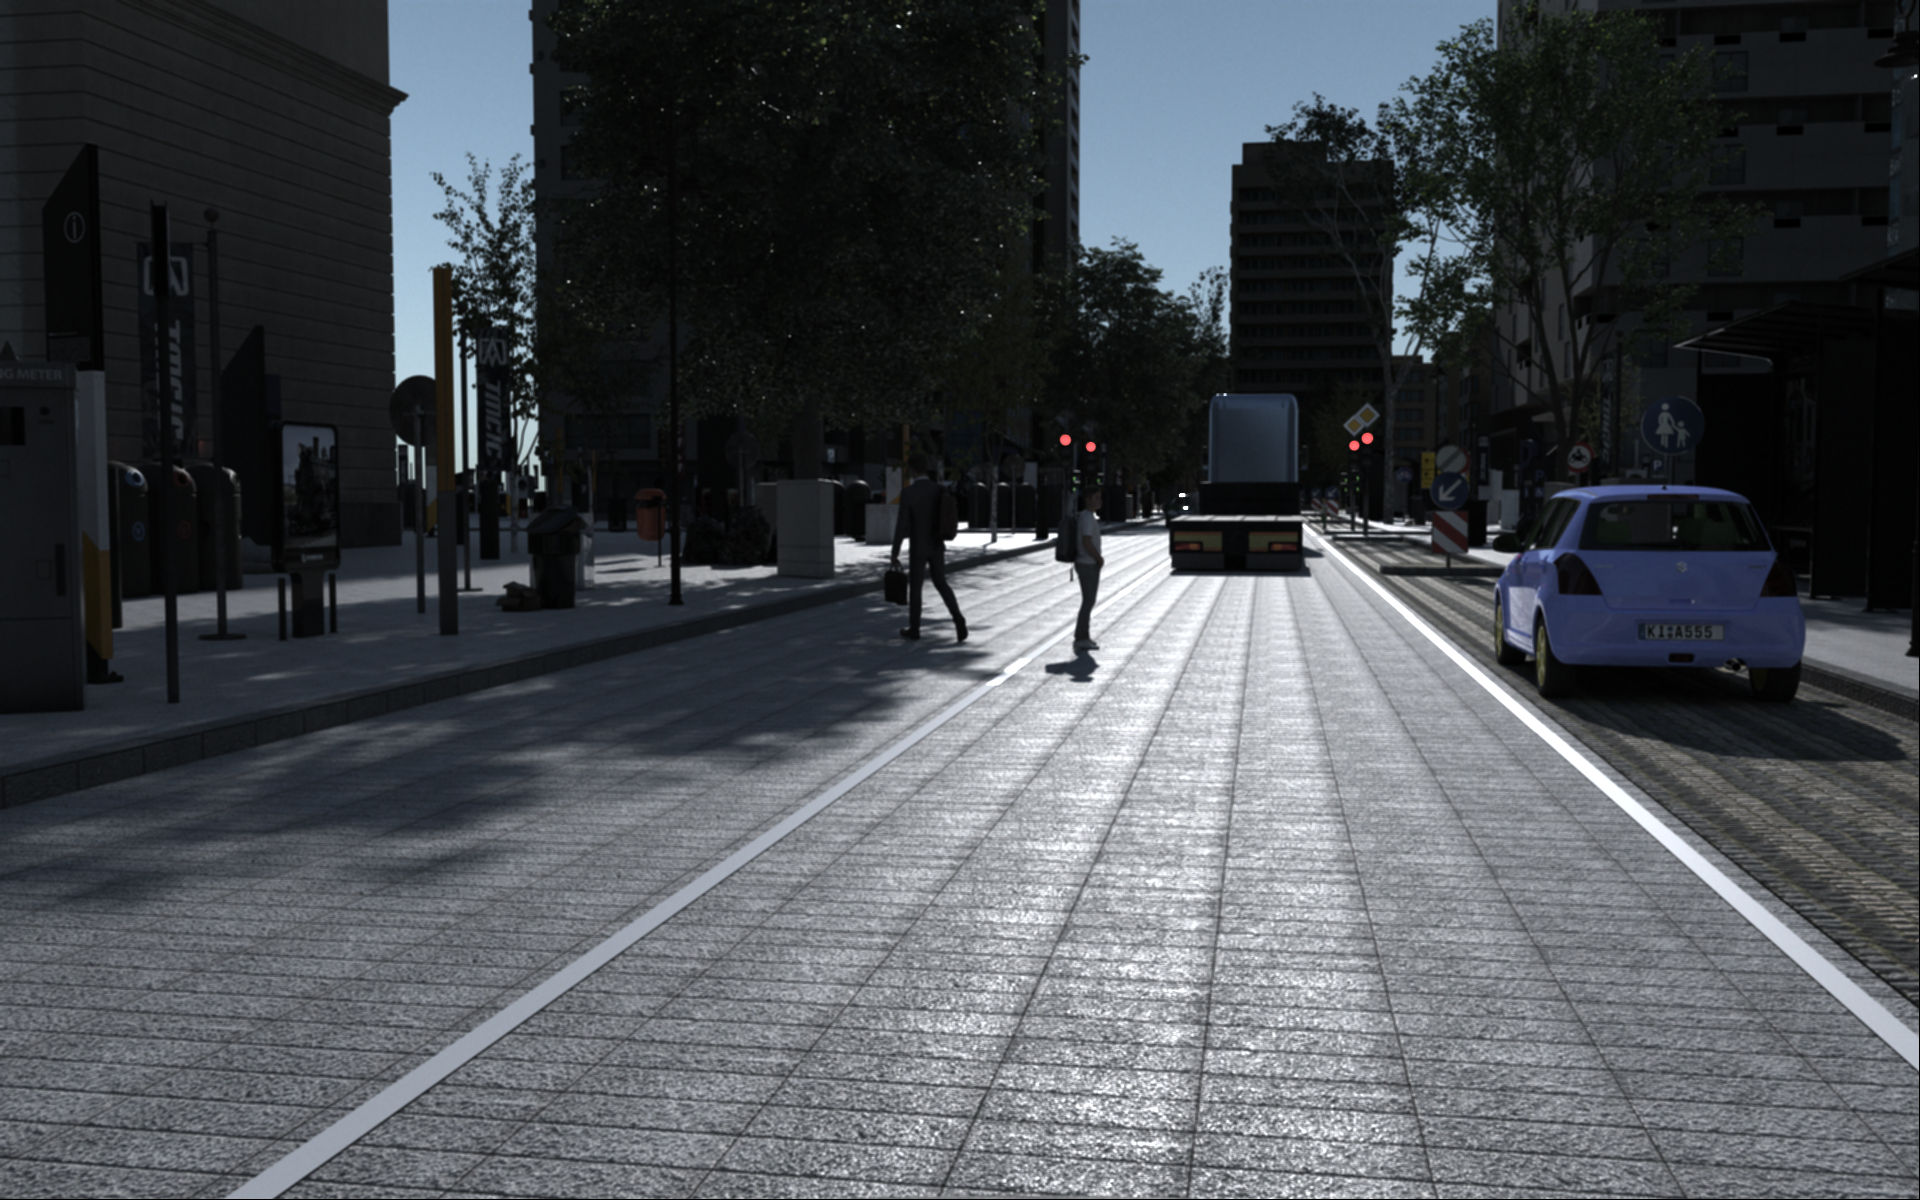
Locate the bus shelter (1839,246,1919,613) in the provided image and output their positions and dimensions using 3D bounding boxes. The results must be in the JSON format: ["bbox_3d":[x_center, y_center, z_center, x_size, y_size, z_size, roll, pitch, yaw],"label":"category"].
[{"bbox_3d":[9.798,-1.490,15.642,1.731,3.624,6.357,1,4,10],"label":"bus shelter"}]

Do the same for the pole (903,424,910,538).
[{"bbox_3d":[-1.570,-3.472,50.603,0.158,3.312,0.155,0,3,0],"label":"pole"}]

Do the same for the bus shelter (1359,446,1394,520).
[{"bbox_3d":[20.884,-5.884,87.483,1.731,3.624,6.357,1,4,10],"label":"bus shelter"}]

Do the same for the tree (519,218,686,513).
[{"bbox_3d":[-9.849,-5.908,46.954,4.360,8.622,3.978,0,3,0],"label":"tree"}]

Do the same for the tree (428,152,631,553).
[{"bbox_3d":[-9.596,-5.336,37.610,4.737,8.622,4.395,0,3,0],"label":"tree"}]

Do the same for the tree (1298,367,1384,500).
[{"bbox_3d":[27.356,-11.746,126.456,8.767,10.594,7.601,-2,4,-30],"label":"tree"}]

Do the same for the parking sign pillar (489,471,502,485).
[{"bbox_3d":[-34.177,-8.466,126.893,1.447,3.967,1.447,2,4,34],"label":"parking sign pillar"}]

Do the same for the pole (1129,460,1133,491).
[{"bbox_3d":[9.924,-6.524,100.517,0.158,3.312,0.155,0,3,0],"label":"pole"}]

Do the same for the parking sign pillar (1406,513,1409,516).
[{"bbox_3d":[26.532,-6.825,100.055,1.447,3.967,1.447,2,4,30],"label":"parking sign pillar"}]

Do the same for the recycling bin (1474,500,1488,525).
[{"bbox_3d":[21.338,-3.610,71.577,0.722,1.027,0.722,-3,5,-41],"label":"recycling bin"}]

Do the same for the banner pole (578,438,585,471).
[{"bbox_3d":[-16.721,-5.295,76.594,0.401,3.779,0.863,1,4,12],"label":"banner pole"}]

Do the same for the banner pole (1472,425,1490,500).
[{"bbox_3d":[18.781,-4.443,62.658,0.863,3.779,0.401,-1,4,-19],"label":"banner pole"}]

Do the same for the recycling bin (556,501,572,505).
[{"bbox_3d":[-15.215,-3.350,67.320,0.722,1.027,0.722,1,4,21],"label":"recycling bin"}]

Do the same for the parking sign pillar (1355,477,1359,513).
[{"bbox_3d":[27.640,-8.061,120.266,1.447,3.967,1.447,1,4,22],"label":"parking sign pillar"}]

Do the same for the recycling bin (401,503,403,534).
[{"bbox_3d":[-18.533,-2.669,56.188,0.722,1.027,0.722,-2,4,-32],"label":"recycling bin"}]

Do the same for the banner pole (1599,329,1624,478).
[{"bbox_3d":[10.010,-2.241,26.660,0.401,3.779,0.863,0,4,-3],"label":"banner pole"}]

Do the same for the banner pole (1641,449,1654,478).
[{"bbox_3d":[37.970,-6.453,95.529,0.401,3.779,0.863,-3,5,-45],"label":"banner pole"}]

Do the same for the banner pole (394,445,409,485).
[{"bbox_3d":[-24.911,-5.322,77.039,0.863,3.779,0.401,0,4,6],"label":"banner pole"}]

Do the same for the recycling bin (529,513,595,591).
[{"bbox_3d":[-5.335,-0.652,23.221,0.722,1.027,0.722,0,4,1],"label":"recycling bin"}]

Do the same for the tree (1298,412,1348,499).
[{"bbox_3d":[43.758,-17.880,210.468,7.486,12.596,7.792,0,3,0],"label":"tree"}]

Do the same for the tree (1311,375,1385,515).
[{"bbox_3d":[23.632,-9.485,105.446,4.737,8.622,4.395,0,3,0],"label":"tree"}]

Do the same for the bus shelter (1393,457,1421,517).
[{"bbox_3d":[24.464,-6.250,96.119,2.014,3.302,5.546,1,4,10],"label":"bus shelter"}]

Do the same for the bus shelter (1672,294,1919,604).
[{"bbox_3d":[11.390,-1.993,23.876,1.731,3.624,6.357,1,4,10],"label":"bus shelter"}]

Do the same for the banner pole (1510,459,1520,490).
[{"bbox_3d":[39.404,-8.148,123.244,0.863,3.779,0.401,1,4,20],"label":"banner pole"}]

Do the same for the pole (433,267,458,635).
[{"bbox_3d":[-4.678,-1.340,15.749,0.158,3.312,0.155,0,3,0],"label":"pole"}]

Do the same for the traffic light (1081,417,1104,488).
[{"bbox_3d":[4.772,-4.507,62.602,0.839,4.253,0.868,1,4,10],"label":"traffic light"}]

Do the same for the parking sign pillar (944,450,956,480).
[{"bbox_3d":[-0.574,-6.874,100.855,1.447,3.967,1.447,1,4,12],"label":"parking sign pillar"}]

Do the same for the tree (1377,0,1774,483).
[{"bbox_3d":[12.566,-6.725,35.715,9.928,11.665,9.643,0,3,0],"label":"tree"}]

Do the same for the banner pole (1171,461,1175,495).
[{"bbox_3d":[16.157,-8.888,135.330,0.863,3.779,0.401,-2,4,-24],"label":"banner pole"}]

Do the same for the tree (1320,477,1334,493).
[{"bbox_3d":[37.318,-11.082,175.791,1.663,3.219,1.824,0,3,0],"label":"tree"}]

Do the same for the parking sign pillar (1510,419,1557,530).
[{"bbox_3d":[20.338,-4.469,61.537,1.447,3.967,1.447,0,4,-4],"label":"parking sign pillar"}]

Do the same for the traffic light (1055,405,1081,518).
[{"bbox_3d":[3.380,-4.026,54.739,0.839,4.253,0.868,1,4,10],"label":"traffic light"}]

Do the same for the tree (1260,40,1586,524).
[{"bbox_3d":[19.342,-13.239,72.339,12.611,20.169,13.585,0,3,0],"label":"tree"}]

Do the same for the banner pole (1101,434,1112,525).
[{"bbox_3d":[6.045,-5.014,71.988,0.401,3.779,0.863,2,4,31],"label":"banner pole"}]

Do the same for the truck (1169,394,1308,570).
[{"bbox_3d":[6.808,-3.132,40.966,2.967,4.110,18.799,1,4,11],"label":"truck"}]

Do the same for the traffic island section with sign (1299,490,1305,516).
[{"bbox_3d":[22.979,-6.351,112.461,1.989,1.847,2.006,1,4,10],"label":"traffic island section with sign"}]

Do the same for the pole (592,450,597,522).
[{"bbox_3d":[-16.814,-5.248,79.655,0.158,3.312,0.155,0,3,0],"label":"pole"}]

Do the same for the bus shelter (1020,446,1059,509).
[{"bbox_3d":[2.981,-4.995,75.586,2.014,3.302,5.546,1,4,10],"label":"bus shelter"}]

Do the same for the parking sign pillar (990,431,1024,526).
[{"bbox_3d":[1.904,-4.983,69.947,1.447,3.967,1.447,1,4,12],"label":"parking sign pillar"}]

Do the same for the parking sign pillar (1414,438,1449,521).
[{"bbox_3d":[22.962,-5.809,83.445,1.447,3.967,1.447,3,5,40],"label":"parking sign pillar"}]

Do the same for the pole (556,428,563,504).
[{"bbox_3d":[-12.426,-3.665,53.769,0.158,3.312,0.155,0,3,0],"label":"pole"}]

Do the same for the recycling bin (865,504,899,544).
[{"bbox_3d":[-1.990,-1.979,44.918,0.722,1.027,0.722,1,4,22],"label":"recycling bin"}]

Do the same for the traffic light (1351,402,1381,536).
[{"bbox_3d":[12.453,-3.929,53.154,0.839,4.253,0.868,1,4,10],"label":"traffic light"}]

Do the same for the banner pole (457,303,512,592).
[{"bbox_3d":[-6.336,-2.016,22.981,0.863,3.779,0.401,-2,4,-33],"label":"banner pole"}]

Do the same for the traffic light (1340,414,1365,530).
[{"bbox_3d":[13.846,-4.410,61.018,0.839,4.253,0.868,1,4,10],"label":"traffic light"}]

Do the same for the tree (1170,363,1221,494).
[{"bbox_3d":[20.727,-15.108,157.383,12.009,13.543,11.850,0,3,0],"label":"tree"}]

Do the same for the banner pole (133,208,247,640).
[{"bbox_3d":[-6.772,-1.542,15.221,0.863,3.779,0.401,-1,4,-8],"label":"banner pole"}]

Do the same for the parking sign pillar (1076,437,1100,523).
[{"bbox_3d":[5.549,-5.433,77.294,1.447,3.967,1.447,2,4,28],"label":"parking sign pillar"}]

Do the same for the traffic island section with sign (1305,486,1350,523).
[{"bbox_3d":[18.195,-4.692,85.345,1.989,1.847,2.006,1,4,10],"label":"traffic island section with sign"}]

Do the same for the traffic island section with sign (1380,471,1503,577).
[{"bbox_3d":[8.549,-1.363,30.911,1.989,1.847,2.006,1,4,10],"label":"traffic island section with sign"}]

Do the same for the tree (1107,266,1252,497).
[{"bbox_3d":[19.191,-17.569,143.135,12.611,20.169,13.585,0,3,0],"label":"tree"}]
